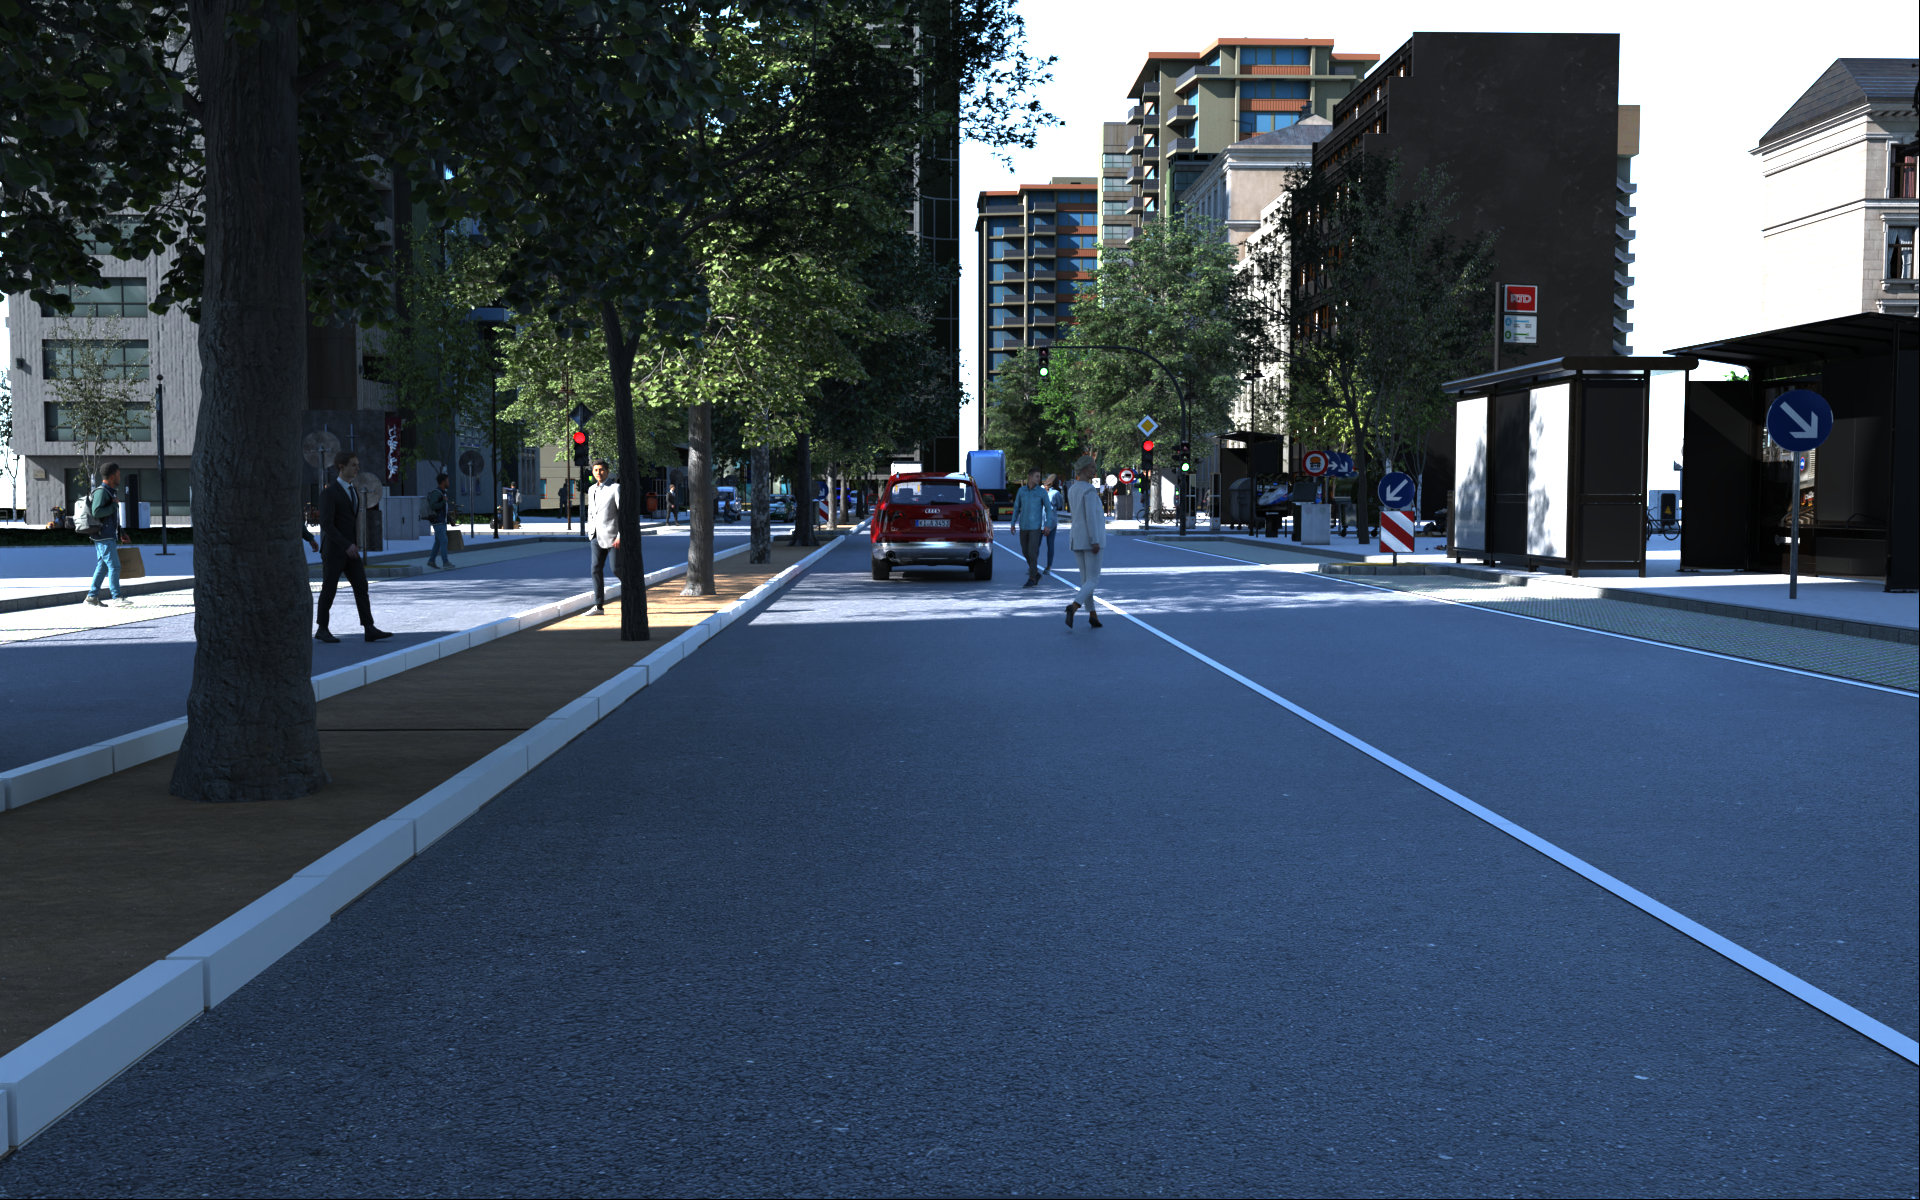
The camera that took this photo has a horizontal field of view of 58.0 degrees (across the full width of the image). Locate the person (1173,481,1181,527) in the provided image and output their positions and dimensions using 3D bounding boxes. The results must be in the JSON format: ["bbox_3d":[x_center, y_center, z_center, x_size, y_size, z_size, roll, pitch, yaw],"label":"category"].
[{"bbox_3d":[8.740,-3.818,68.309,0.661,1.843,0.795,1,4,14],"label":"person"}]

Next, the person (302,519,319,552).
[{"bbox_3d":[-6.804,-0.509,17.173,0.721,1.781,0.623,1,4,21],"label":"person"}]

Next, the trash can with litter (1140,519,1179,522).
[{"bbox_3d":[9.040,-4.227,80.166,1.678,1.210,2.233,-1,4,-18],"label":"trash can with litter"}]

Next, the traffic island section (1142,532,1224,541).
[{"bbox_3d":[6.888,-1.907,53.464,2.009,0.180,2.903,0,4,-2],"label":"traffic island section"}]

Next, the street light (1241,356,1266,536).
[{"bbox_3d":[8.957,-4.909,53.049,0.468,5.910,1.993,0,4,-2],"label":"street light"}]

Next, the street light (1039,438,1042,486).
[{"bbox_3d":[6.391,-9.992,136.154,0.468,5.910,1.993,0,4,-2],"label":"street light"}]

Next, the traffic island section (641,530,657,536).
[{"bbox_3d":[-11.787,-2.362,60.893,2.009,0.180,2.903,0,4,-2],"label":"traffic island section"}]

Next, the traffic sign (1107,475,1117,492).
[{"bbox_3d":[9.944,-6.955,113.815,0.768,2.556,0.104,0,4,4],"label":"traffic sign"}]

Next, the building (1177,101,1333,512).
[{"bbox_3d":[24.053,-20.859,126.943,13.634,28.700,20.117,0,4,-2],"label":"building"}]

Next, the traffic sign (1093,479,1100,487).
[{"bbox_3d":[8.868,-6.814,113.531,0.606,2.300,0.079,0,4,-1],"label":"traffic sign"}]

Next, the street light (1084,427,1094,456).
[{"bbox_3d":[7.458,-7.804,100.378,0.468,5.910,1.993,0,4,-2],"label":"street light"}]

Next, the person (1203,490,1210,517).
[{"bbox_3d":[13.914,-5.492,95.618,0.755,1.850,0.659,-3,5,-39],"label":"person"}]

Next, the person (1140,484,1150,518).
[{"bbox_3d":[9.750,-5.197,91.104,0.616,1.811,0.778,-1,4,-12],"label":"person"}]

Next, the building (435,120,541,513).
[{"bbox_3d":[-38.712,-48.501,105.671,22.319,86.520,31.000,0,4,-2],"label":"building"}]

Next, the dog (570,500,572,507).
[{"bbox_3d":[-28.854,-6.935,127.760,0.513,0.831,0.800,2,4,35],"label":"dog"}]

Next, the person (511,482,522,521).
[{"bbox_3d":[-18.228,-3.932,70.680,0.721,1.781,0.623,3,5,39],"label":"person"}]

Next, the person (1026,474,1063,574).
[{"bbox_3d":[1.503,-1.354,30.903,0.793,1.790,0.793,-2,4,-30],"label":"person"}]

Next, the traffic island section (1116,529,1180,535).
[{"bbox_3d":[6.646,-2.395,61.446,2.009,0.180,2.903,0,4,-2],"label":"traffic island section"}]

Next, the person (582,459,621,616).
[{"bbox_3d":[-4.111,-0.739,20.426,0.661,1.843,0.795,3,4,36],"label":"person"}]

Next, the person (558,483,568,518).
[{"bbox_3d":[-20.887,-5.212,91.063,0.655,1.846,0.447,-2,4,-29],"label":"person"}]

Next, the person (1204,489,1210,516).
[{"bbox_3d":[14.730,-5.890,101.704,0.648,1.900,0.474,2,4,34],"label":"person"}]

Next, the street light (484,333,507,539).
[{"bbox_3d":[-13.379,-4.709,49.780,0.468,5.910,1.993,0,4,-2],"label":"street light"}]

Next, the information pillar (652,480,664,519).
[{"bbox_3d":[-15.432,-5.111,88.062,0.304,2.012,0.304,2,4,34],"label":"information pillar"}]

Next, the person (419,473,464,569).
[{"bbox_3d":[-9.780,-1.483,32.732,0.713,1.824,0.794,1,4,13],"label":"person"}]

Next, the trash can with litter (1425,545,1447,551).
[{"bbox_3d":[11.488,-1.753,39.726,1.678,1.210,2.233,0,3,0],"label":"trash can with litter"}]

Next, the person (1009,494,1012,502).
[{"bbox_3d":[5.908,-12.061,206.479,0.697,1.427,0.421,2,4,32],"label":"person"}]

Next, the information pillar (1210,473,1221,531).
[{"bbox_3d":[8.939,-3.436,60.672,0.304,2.012,0.304,-1,4,-12],"label":"information pillar"}]

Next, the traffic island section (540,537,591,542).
[{"bbox_3d":[-11.545,-1.873,52.912,2.009,0.180,2.903,0,4,-2],"label":"traffic island section"}]

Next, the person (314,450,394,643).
[{"bbox_3d":[-5.886,-0.516,16.715,0.755,1.850,0.659,1,4,13],"label":"person"}]

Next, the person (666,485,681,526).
[{"bbox_3d":[-12.623,-4.154,76.189,0.755,1.850,0.659,2,4,29],"label":"person"}]

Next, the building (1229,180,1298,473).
[{"bbox_3d":[23.627,-15.522,108.535,10.420,20.320,16.860,0,4,-2],"label":"building"}]

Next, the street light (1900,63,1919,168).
[{"bbox_3d":[9.981,-2.721,17.272,0.468,5.910,1.993,0,4,-2],"label":"street light"}]

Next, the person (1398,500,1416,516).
[{"bbox_3d":[15.714,-3.336,60.944,0.694,1.780,0.624,1,4,20],"label":"person"}]

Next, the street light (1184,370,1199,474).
[{"bbox_3d":[8.564,-5.616,64.603,0.468,5.910,1.993,0,4,-2],"label":"street light"}]

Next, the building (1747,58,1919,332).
[{"bbox_3d":[39.557,-13.894,78.075,40.483,20.767,10.553,0,4,-2],"label":"building"}]

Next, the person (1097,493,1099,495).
[{"bbox_3d":[14.755,-10.668,181.190,1.217,1.735,0.721,-2,4,-32],"label":"person"}]

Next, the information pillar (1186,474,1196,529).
[{"bbox_3d":[8.437,-3.609,63.494,0.304,2.012,0.304,-2,4,-34],"label":"information pillar"}]

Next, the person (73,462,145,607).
[{"bbox_3d":[-10.644,-0.808,21.701,0.713,1.824,0.794,0,4,1],"label":"person"}]

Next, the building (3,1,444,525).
[{"bbox_3d":[-32.097,-18.677,77.071,14.160,30.474,14.107,0,4,-2],"label":"building"}]

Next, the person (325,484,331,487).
[{"bbox_3d":[-20.487,-2.934,56.572,0.850,1.850,0.679,2,4,25],"label":"person"}]

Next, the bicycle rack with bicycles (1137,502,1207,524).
[{"bbox_3d":[9.026,-3.722,74.239,2.925,0.926,2.852,1,4,12],"label":"bicycle rack with bicycles"}]

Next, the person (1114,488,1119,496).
[{"bbox_3d":[15.246,-9.950,168.670,0.705,1.831,1.348,3,4,38],"label":"person"}]

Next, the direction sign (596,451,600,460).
[{"bbox_3d":[-17.645,-5.613,83.774,0.379,3.537,0.876,1,4,22],"label":"direction sign"}]

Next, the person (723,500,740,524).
[{"bbox_3d":[-11.054,-4.255,83.570,0.738,1.151,1.012,3,4,37],"label":"person"}]

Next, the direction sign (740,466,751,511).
[{"bbox_3d":[-16.113,-8.449,130.144,0.876,3.537,0.379,0,4,7],"label":"direction sign"}]

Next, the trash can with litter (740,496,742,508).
[{"bbox_3d":[-17.139,-7.461,133.376,0.624,1.170,1.055,-1,4,-14],"label":"trash can with litter"}]

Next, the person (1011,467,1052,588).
[{"bbox_3d":[1.155,-1.121,26.697,0.638,1.841,0.748,2,4,35],"label":"person"}]

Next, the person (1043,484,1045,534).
[{"bbox_3d":[3.028,-3.262,62.182,0.374,1.781,0.599,3,4,37],"label":"person"}]

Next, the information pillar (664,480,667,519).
[{"bbox_3d":[-15.376,-5.201,89.530,0.304,2.012,0.304,1,4,18],"label":"information pillar"}]

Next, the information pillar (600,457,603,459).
[{"bbox_3d":[-18.439,-5.963,88.856,0.183,3.616,0.504,-2,4,-35],"label":"information pillar"}]

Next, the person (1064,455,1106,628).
[{"bbox_3d":[1.299,-0.611,18.363,0.514,1.842,0.818,3,5,42],"label":"person"}]

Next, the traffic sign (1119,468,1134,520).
[{"bbox_3d":[8.126,-5.160,84.464,0.768,2.556,0.104,0,4,5],"label":"traffic sign"}]

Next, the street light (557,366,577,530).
[{"bbox_3d":[-13.856,-5.411,61.263,0.468,5.910,1.993,0,4,-2],"label":"street light"}]
